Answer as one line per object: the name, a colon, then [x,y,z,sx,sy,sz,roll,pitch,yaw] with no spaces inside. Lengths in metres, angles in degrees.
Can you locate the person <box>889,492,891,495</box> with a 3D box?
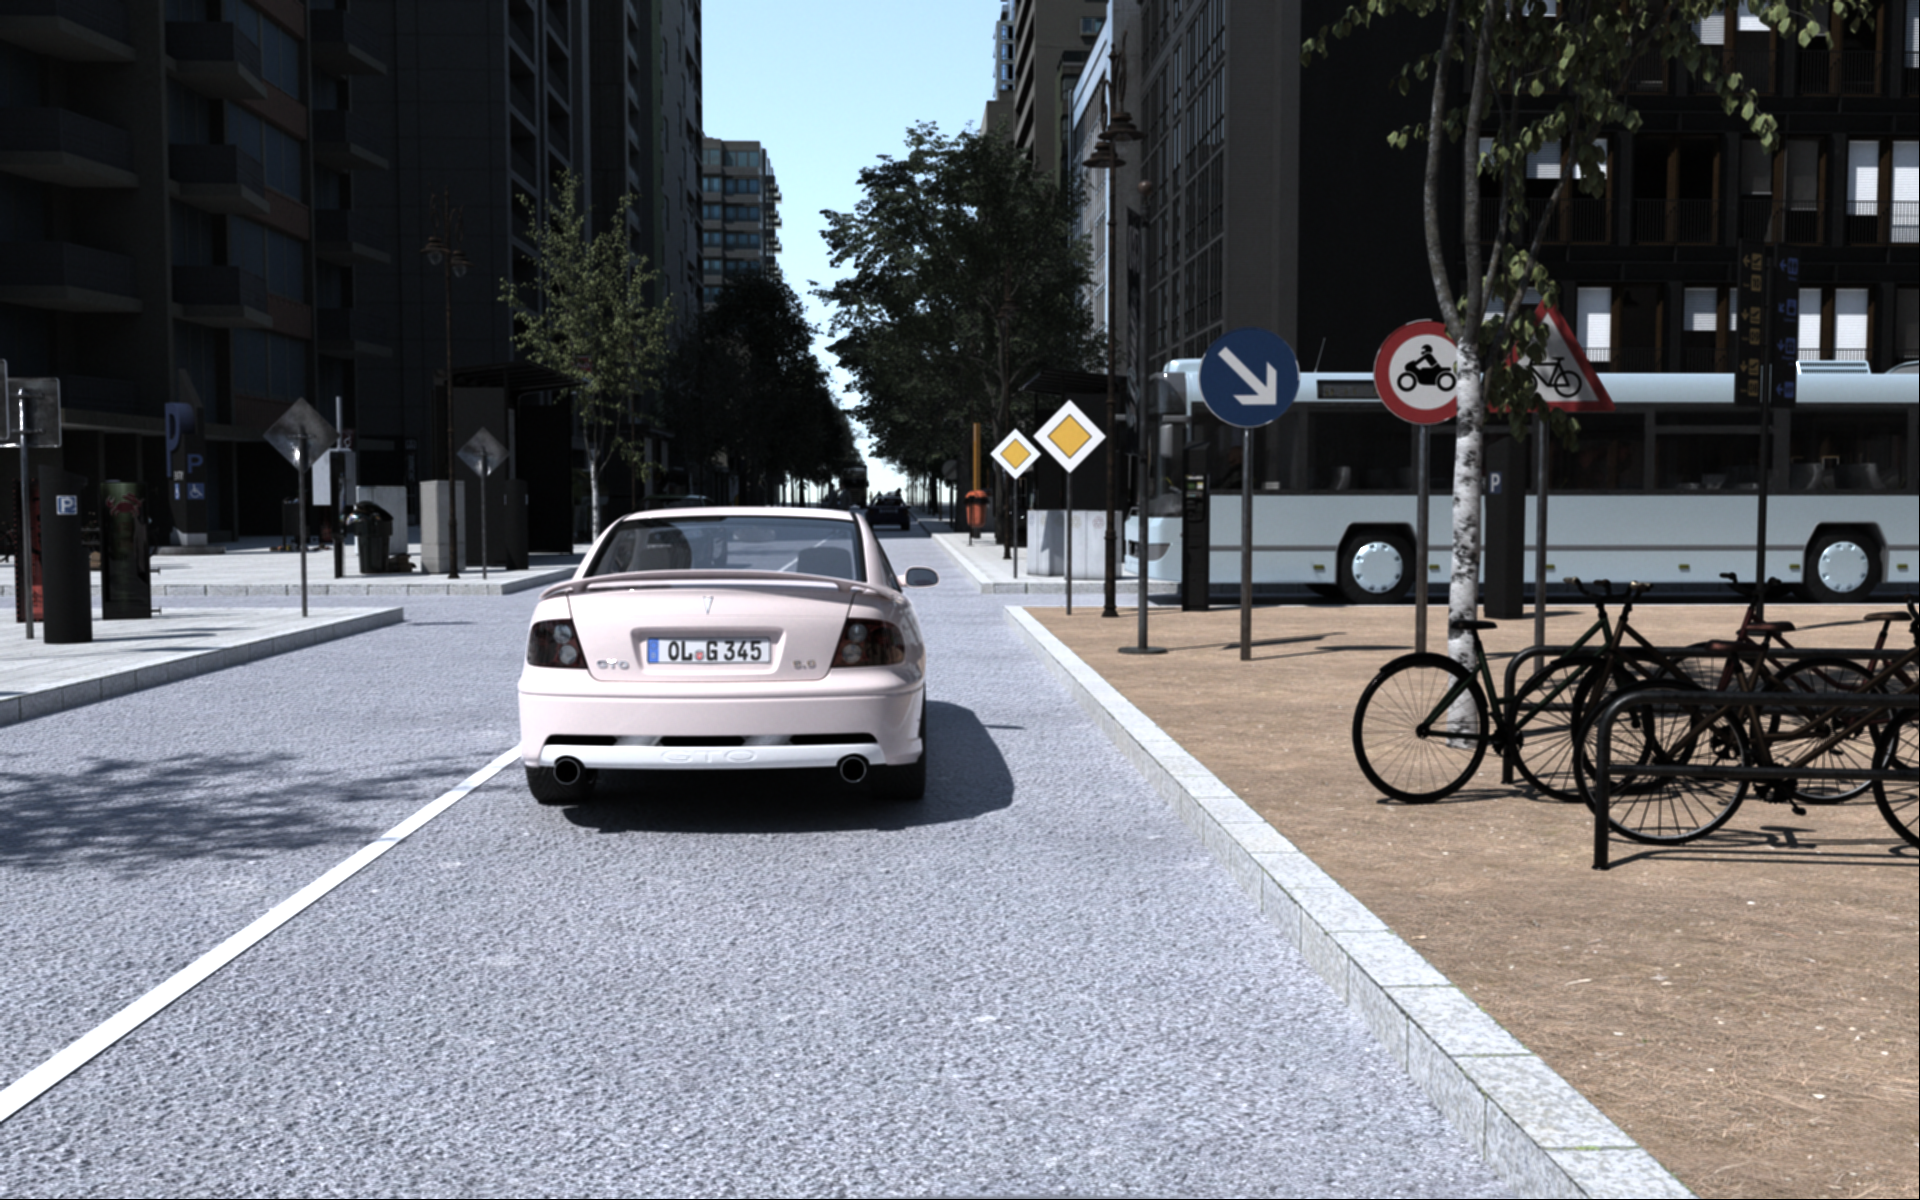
person: [-9.722,-13.876,236.191,0.721,1.723,1.217,-1,4,-14]

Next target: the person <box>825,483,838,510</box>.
person: [-4.550,-3.244,61.668,0.853,1.813,0.709,0,4,1]

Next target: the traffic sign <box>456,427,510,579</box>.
traffic sign: [-7.149,-1.367,25.998,0.795,2.450,0.064,0,4,-2]

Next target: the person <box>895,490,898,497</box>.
person: [-4.603,-7.360,129.663,0.721,1.723,1.217,1,4,19]

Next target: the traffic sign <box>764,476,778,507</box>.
traffic sign: [-10.577,-5.923,96.946,0.768,2.556,0.104,0,4,-1]

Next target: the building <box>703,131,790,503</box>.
building: [-35.619,-37.661,235.369,23.786,49.044,30.456,0,4,-2]

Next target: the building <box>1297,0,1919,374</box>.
building: [17.137,-12.866,40.043,15.834,23.373,12.332,0,4,-2]

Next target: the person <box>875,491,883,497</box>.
person: [-7.500,-9.287,161.067,1.217,1.736,0.721,0,4,-1]

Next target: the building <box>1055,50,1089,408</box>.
building: [13.198,-21.117,116.970,14.160,30.474,14.107,0,4,-2]

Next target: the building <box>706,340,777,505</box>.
building: [-36.513,-22.089,206.200,27.650,21.520,28.899,0,4,-2]

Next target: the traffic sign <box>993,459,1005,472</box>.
traffic sign: [1.381,-3.159,51.764,0.768,2.556,0.104,0,4,7]

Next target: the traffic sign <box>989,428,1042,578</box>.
traffic sign: [0.840,-1.385,26.289,0.795,2.450,0.064,0,4,-2]

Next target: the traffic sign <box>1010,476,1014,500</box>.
traffic sign: [1.921,-3.993,65.398,0.768,2.556,0.104,0,4,4]

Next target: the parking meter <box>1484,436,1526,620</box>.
parking meter: [5.602,-0.741,17.820,0.255,1.863,0.399,-1,4,-16]

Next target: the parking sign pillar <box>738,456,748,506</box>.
parking sign pillar: [-12.136,-6.614,96.610,1.447,3.967,1.447,0,4,-1]

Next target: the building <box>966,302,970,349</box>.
building: [7.429,-29.505,254.109,14.160,30.474,14.107,0,4,-2]

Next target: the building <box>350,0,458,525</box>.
building: [-26.918,-39.218,79.467,20.563,71.187,20.611,0,4,-2]

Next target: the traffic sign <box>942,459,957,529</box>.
traffic sign: [-0.290,-3.880,63.540,0.768,2.556,0.104,0,4,3]

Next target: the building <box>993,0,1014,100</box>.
building: [13.221,-56.112,230.094,22.319,86.520,31.000,0,4,-2]

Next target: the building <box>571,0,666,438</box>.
building: [-26.311,-25.920,107.387,14.154,41.232,14.086,0,4,-2]

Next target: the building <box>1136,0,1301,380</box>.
building: [15.707,-16.902,69.854,14.314,27.812,24.014,0,4,-2]

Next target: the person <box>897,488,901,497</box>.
person: [-3.736,-6.054,107.496,0.705,1.823,1.348,0,4,3]

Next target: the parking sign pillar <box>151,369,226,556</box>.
parking sign pillar: [-16.401,-2.951,36.716,1.447,3.967,1.447,-3,4,-39]

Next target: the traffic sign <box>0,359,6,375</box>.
traffic sign: [-7.538,-0.677,13.198,0.606,2.300,0.079,0,4,5]

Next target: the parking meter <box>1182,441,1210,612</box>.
parking meter: [2.590,-0.813,19.005,0.255,1.863,0.399,1,4,16]

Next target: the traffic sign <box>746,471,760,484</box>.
traffic sign: [-11.038,-5.650,92.476,0.768,2.556,0.104,0,4,2]

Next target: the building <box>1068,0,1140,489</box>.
building: [12.740,-16.744,91.779,12.078,24.808,19.932,0,4,-2]

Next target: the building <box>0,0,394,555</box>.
building: [-29.185,-24.028,47.482,22.147,44.769,28.867,0,4,-2]

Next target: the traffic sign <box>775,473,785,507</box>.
traffic sign: [-10.263,-5.968,97.680,0.768,2.556,0.104,0,4,2]

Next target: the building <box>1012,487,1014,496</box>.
building: [20.518,-28.501,157.878,32.217,40.220,23.993,0,4,-2]

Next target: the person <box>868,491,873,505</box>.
person: [-11.966,-13.678,232.149,0.705,1.823,1.348,-2,4,-23]

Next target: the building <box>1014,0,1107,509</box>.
building: [15.566,-31.251,134.660,21.300,48.544,21.600,0,4,-2]

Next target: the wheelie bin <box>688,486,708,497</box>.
wheelie bin: [-10.513,-3.755,69.304,0.980,1.594,0.693,0,4,-3]

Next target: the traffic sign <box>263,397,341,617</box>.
traffic sign: [-6.837,-0.879,18.019,0.795,2.450,0.064,0,4,-2]

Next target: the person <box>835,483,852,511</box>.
person: [-3.865,-2.978,57.371,0.473,1.802,0.592,-1,4,-20]

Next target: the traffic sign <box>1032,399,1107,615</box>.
traffic sign: [1.152,-0.897,18.309,0.795,2.450,0.064,0,4,-2]

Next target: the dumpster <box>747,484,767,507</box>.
dumpster: [-11.869,-5.778,100.236,1.264,1.857,1.865,0,4,-2]

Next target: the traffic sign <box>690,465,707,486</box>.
traffic sign: [-11.484,-4.639,75.949,0.768,2.556,0.104,0,4,-1]

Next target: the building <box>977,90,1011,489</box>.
building: [13.208,-35.545,204.854,21.300,48.544,21.600,0,4,-2]

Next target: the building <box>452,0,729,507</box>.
building: [-31.008,-43.599,151.090,20.563,71.187,20.611,0,4,-2]

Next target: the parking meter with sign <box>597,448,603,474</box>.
parking meter with sign: [-13.538,-4.075,62.887,1.738,3.016,0.543,-3,5,-42]

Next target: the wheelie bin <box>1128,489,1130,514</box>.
wheelie bin: [6.729,-3.914,71.894,0.980,1.594,0.693,-3,4,-37]

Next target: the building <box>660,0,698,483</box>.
building: [-34.094,-32.921,127.499,28.713,52.752,27.495,0,4,-2]

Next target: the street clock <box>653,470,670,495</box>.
street clock: [-8.806,-2.849,51.152,0.471,2.002,0.358,0,4,-7]
